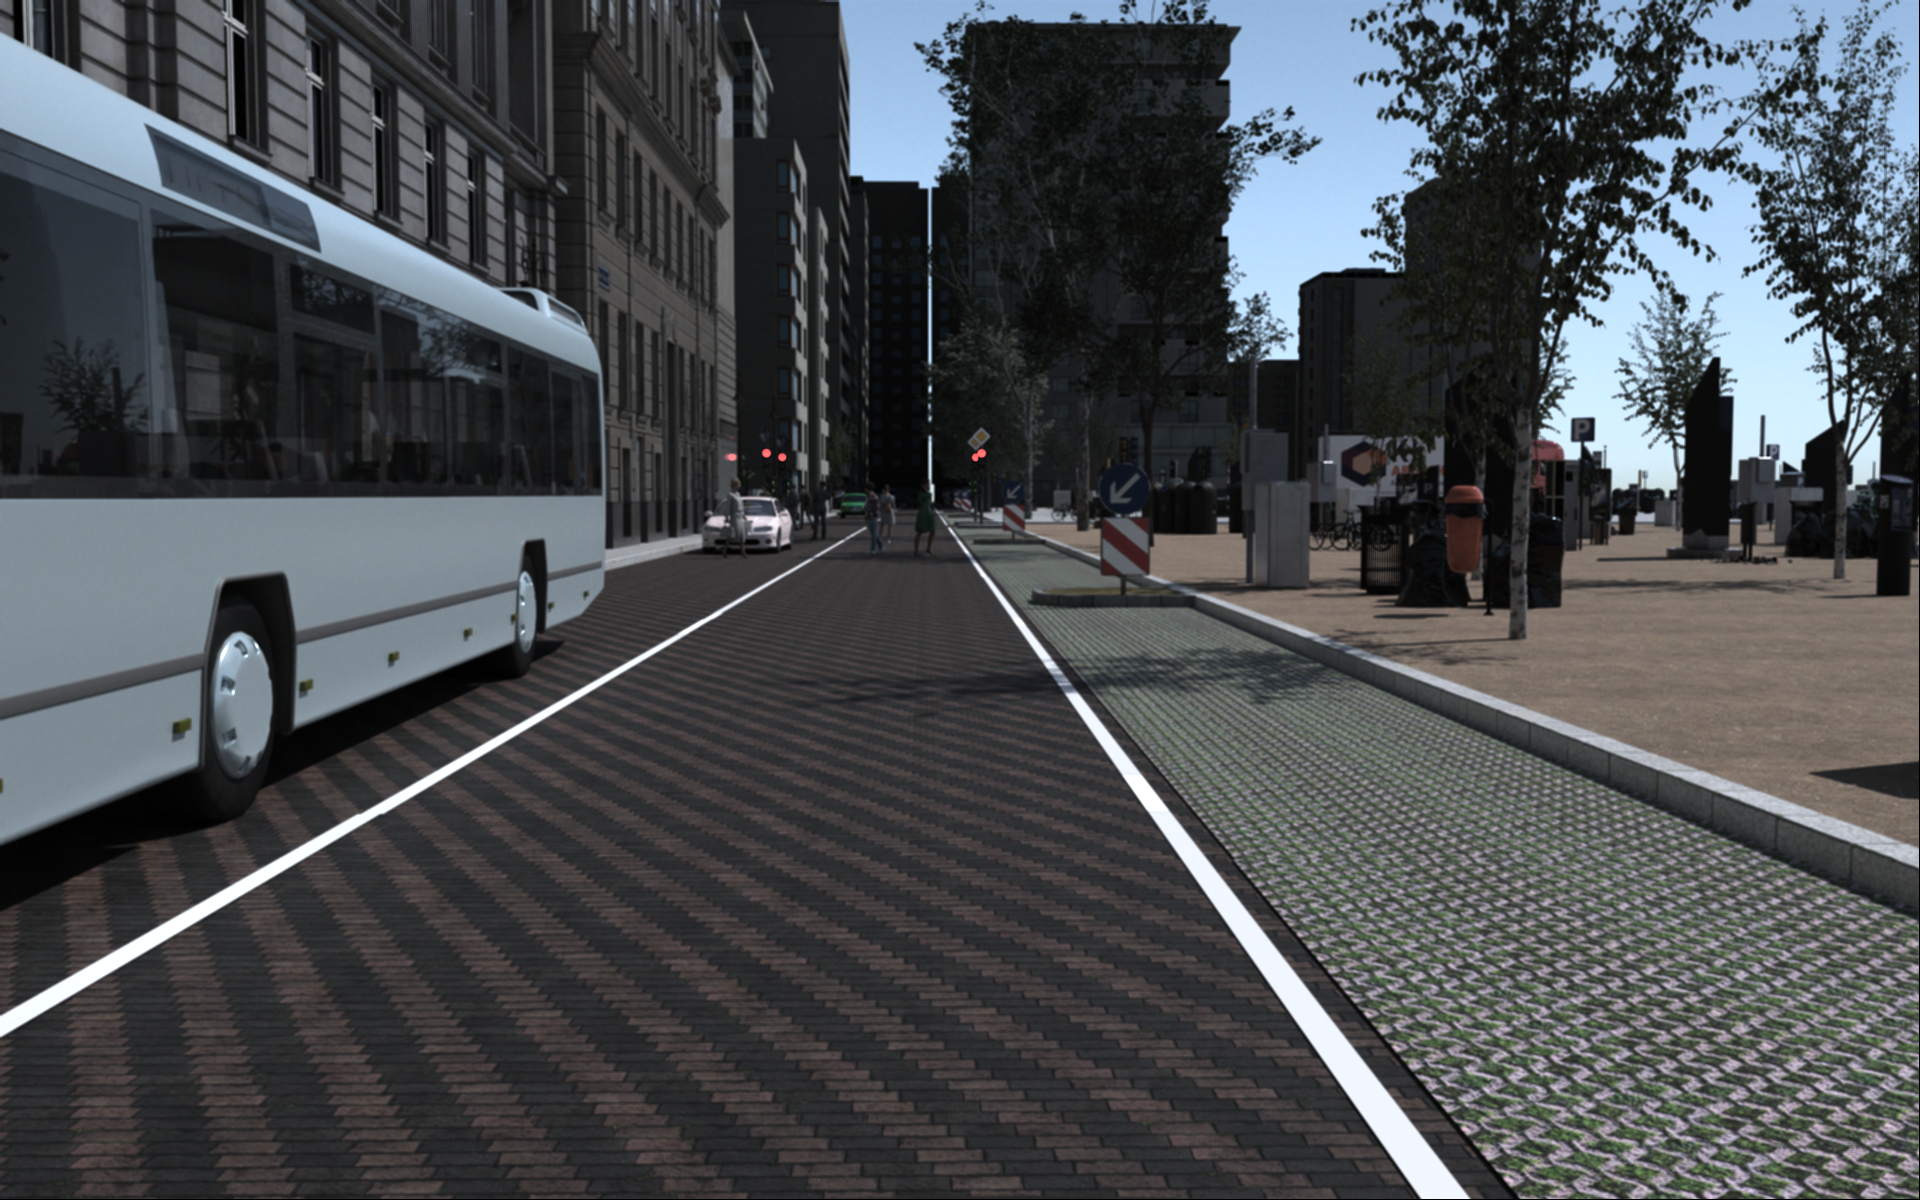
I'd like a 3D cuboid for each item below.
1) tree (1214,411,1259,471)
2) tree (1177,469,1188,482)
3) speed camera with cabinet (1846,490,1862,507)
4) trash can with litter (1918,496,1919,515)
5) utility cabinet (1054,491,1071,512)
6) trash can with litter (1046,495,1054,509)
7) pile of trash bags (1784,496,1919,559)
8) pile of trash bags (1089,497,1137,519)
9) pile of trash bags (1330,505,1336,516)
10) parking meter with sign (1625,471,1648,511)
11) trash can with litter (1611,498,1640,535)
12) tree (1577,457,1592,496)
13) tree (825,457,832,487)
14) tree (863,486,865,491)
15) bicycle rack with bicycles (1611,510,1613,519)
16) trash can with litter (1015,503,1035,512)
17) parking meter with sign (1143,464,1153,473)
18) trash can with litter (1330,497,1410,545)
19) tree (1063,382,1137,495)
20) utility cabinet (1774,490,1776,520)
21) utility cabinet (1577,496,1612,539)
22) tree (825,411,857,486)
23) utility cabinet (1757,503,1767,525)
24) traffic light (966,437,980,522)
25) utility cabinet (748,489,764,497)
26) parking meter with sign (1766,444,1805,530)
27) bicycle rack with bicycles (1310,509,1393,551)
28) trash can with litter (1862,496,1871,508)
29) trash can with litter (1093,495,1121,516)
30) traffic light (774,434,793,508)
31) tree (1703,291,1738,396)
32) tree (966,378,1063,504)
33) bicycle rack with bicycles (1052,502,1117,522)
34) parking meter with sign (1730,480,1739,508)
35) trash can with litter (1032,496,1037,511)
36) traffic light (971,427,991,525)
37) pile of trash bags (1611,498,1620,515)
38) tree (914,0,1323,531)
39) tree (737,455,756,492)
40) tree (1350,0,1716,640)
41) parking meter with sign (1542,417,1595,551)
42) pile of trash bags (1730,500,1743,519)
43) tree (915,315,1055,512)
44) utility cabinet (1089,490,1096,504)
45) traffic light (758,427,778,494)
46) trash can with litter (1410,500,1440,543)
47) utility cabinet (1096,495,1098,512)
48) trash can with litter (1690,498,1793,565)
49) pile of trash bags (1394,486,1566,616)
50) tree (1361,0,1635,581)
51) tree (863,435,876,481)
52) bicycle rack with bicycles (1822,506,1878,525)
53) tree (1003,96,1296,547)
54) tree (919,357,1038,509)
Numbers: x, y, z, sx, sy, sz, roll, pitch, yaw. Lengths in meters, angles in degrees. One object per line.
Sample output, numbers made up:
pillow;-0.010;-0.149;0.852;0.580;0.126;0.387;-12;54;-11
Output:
tree;24.659;-12.377;152.725;4.737;8.622;4.395;0;3;0
tree;17.590;-8.595;135.129;1.663;3.219;1.824;0;3;0
speed camera with cabinet;37.028;-4.852;73.659;2.038;3.252;0.660;0;4;1
trash can with litter;63.315;-6.280;113.736;1.678;1.210;2.233;-1;4;-15
utility cabinet;7.109;-6.841;120.525;1.173;1.500;0.318;0;4;5
trash can with litter;7.740;-8.269;146.251;1.678;1.210;2.233;2;4;28
pile of trash bags;18.702;-1.546;35.032;3.447;1.369;1.912;0;4;1
pile of trash bags;7.730;-4.904;89.927;3.447;1.369;1.912;1;4;12
pile of trash bags;19.525;-4.892;89.739;1.912;1.369;3.447;-3;4;-37
parking meter with sign;50.904;-8.224;130.729;0.543;3.016;1.738;-3;5;-41
trash can with litter;20.627;-2.612;54.095;1.055;1.170;0.624;0;4;-5
tree;32.395;-5.884;90.798;1.663;3.219;1.824;0;3;0
tree;-10.645;-8.430;121.550;4.285;4.588;4.351;0;3;0
tree;-12.381;-13.094;208.682;1.663;3.219;1.824;0;3;0
bicycle rack with bicycles;30.111;-4.280;83.364;2.852;0.926;2.925;-3;5;-40
trash can with litter;4.355;-7.027;125.942;2.233;1.210;1.678;0;4;2
parking meter with sign;10.797;-6.341;99.934;0.543;3.016;1.738;0;4;2
trash can with litter;10.664;-2.037;44.369;1.678;1.210;2.233;2;4;29
tree;9.164;-9.835;111.160;4.360;8.622;3.978;0;3;0
utility cabinet;40.515;-4.731;86.038;1.173;1.500;0.318;2;4;30
utility cabinet;18.312;-2.384;50.139;0.306;1.237;1.020;-3;5;-43
tree;-10.926;-12.392;152.969;4.737;8.622;4.395;0;3;0
utility cabinet;33.459;-3.776;72.905;0.306;1.237;1.020;-2;4;-23
traffic light;0.713;-5.602;80.506;0.839;4.253;0.868;0;4;-1
utility cabinet;-9.477;-4.388;80.424;0.318;1.500;1.173;1;4;19
parking meter with sign;28.925;-3.911;60.208;0.543;3.016;1.738;-2;4;-25
bicycle rack with bicycles;9.018;-1.618;39.841;2.852;0.926;2.925;-2;4;-28
trash can with litter;69.018;-7.292;130.282;1.678;1.210;2.233;-1;4;-21
trash can with litter;8.511;-5.601;102.629;2.233;1.210;1.678;0;4;7
traffic light;-8.196;-5.589;80.306;0.839;4.253;0.868;0;4;-1
tree;24.847;-6.696;59.847;4.737;8.622;4.395;0;3;0
tree;3.447;-9.777;110.213;4.360;8.622;3.978;0;3;0
bicycle rack with bicycles;6.140;-4.182;81.761;2.925;0.926;2.852;2;4;33
parking meter with sign;42.200;-6.021;94.704;1.738;3.016;0.543;2;4;33
trash can with litter;5.638;-7.418;132.671;0.624;1.170;1.055;-1;4;-20
traffic light;0.879;-5.113;72.522;0.839;4.253;0.868;0;4;-1
pile of trash bags;38.941;-5.887;106.008;3.447;1.369;1.912;-2;4;-33
tree;5.170;-12.387;58.416;12.611;20.169;13.585;0;3;0
tree;-9.785;-4.831;73.588;1.663;3.219;1.824;0;3;0
tree;5.167;-3.963;15.162;4.360;8.622;3.978;0;3;0
parking meter with sign;13.569;-2.619;39.082;1.738;3.016;0.543;-3;4;-39
pile of trash bags;40.475;-4.831;88.734;1.912;1.369;3.447;-2;4;-33
tree;1.816;-13.201;122.498;9.857;13.997;8.962;0;3;0
utility cabinet;7.831;-6.010;106.947;1.173;1.500;0.318;3;4;39
traffic light;-8.030;-5.101;72.322;0.839;4.253;0.868;0;4;-1
trash can with litter;9.108;-1.359;33.602;0.624;1.170;1.055;3;5;43
utility cabinet;9.544;-6.720;121.033;1.020;1.237;0.306;-2;4;-35
trash can with litter;14.717;-1.306;32.415;1.678;1.210;2.233;1;4;14
pile of trash bags;5.889;-0.611;19.742;1.912;1.369;3.447;1;4;21
tree;7.811;-4.605;25.652;4.737;8.622;4.395;0;3;0
tree;-12.513;-16.215;215.479;4.360;8.622;3.978;0;3;0
bicycle rack with bicycles;26.953;-2.386;52.392;2.925;0.926;2.852;-1;4;-13
tree;4.307;-6.564;41.732;7.601;10.594;8.767;-3;4;-36
tree;1.603;-14.691;150.563;12.009;13.543;11.850;0;3;0
